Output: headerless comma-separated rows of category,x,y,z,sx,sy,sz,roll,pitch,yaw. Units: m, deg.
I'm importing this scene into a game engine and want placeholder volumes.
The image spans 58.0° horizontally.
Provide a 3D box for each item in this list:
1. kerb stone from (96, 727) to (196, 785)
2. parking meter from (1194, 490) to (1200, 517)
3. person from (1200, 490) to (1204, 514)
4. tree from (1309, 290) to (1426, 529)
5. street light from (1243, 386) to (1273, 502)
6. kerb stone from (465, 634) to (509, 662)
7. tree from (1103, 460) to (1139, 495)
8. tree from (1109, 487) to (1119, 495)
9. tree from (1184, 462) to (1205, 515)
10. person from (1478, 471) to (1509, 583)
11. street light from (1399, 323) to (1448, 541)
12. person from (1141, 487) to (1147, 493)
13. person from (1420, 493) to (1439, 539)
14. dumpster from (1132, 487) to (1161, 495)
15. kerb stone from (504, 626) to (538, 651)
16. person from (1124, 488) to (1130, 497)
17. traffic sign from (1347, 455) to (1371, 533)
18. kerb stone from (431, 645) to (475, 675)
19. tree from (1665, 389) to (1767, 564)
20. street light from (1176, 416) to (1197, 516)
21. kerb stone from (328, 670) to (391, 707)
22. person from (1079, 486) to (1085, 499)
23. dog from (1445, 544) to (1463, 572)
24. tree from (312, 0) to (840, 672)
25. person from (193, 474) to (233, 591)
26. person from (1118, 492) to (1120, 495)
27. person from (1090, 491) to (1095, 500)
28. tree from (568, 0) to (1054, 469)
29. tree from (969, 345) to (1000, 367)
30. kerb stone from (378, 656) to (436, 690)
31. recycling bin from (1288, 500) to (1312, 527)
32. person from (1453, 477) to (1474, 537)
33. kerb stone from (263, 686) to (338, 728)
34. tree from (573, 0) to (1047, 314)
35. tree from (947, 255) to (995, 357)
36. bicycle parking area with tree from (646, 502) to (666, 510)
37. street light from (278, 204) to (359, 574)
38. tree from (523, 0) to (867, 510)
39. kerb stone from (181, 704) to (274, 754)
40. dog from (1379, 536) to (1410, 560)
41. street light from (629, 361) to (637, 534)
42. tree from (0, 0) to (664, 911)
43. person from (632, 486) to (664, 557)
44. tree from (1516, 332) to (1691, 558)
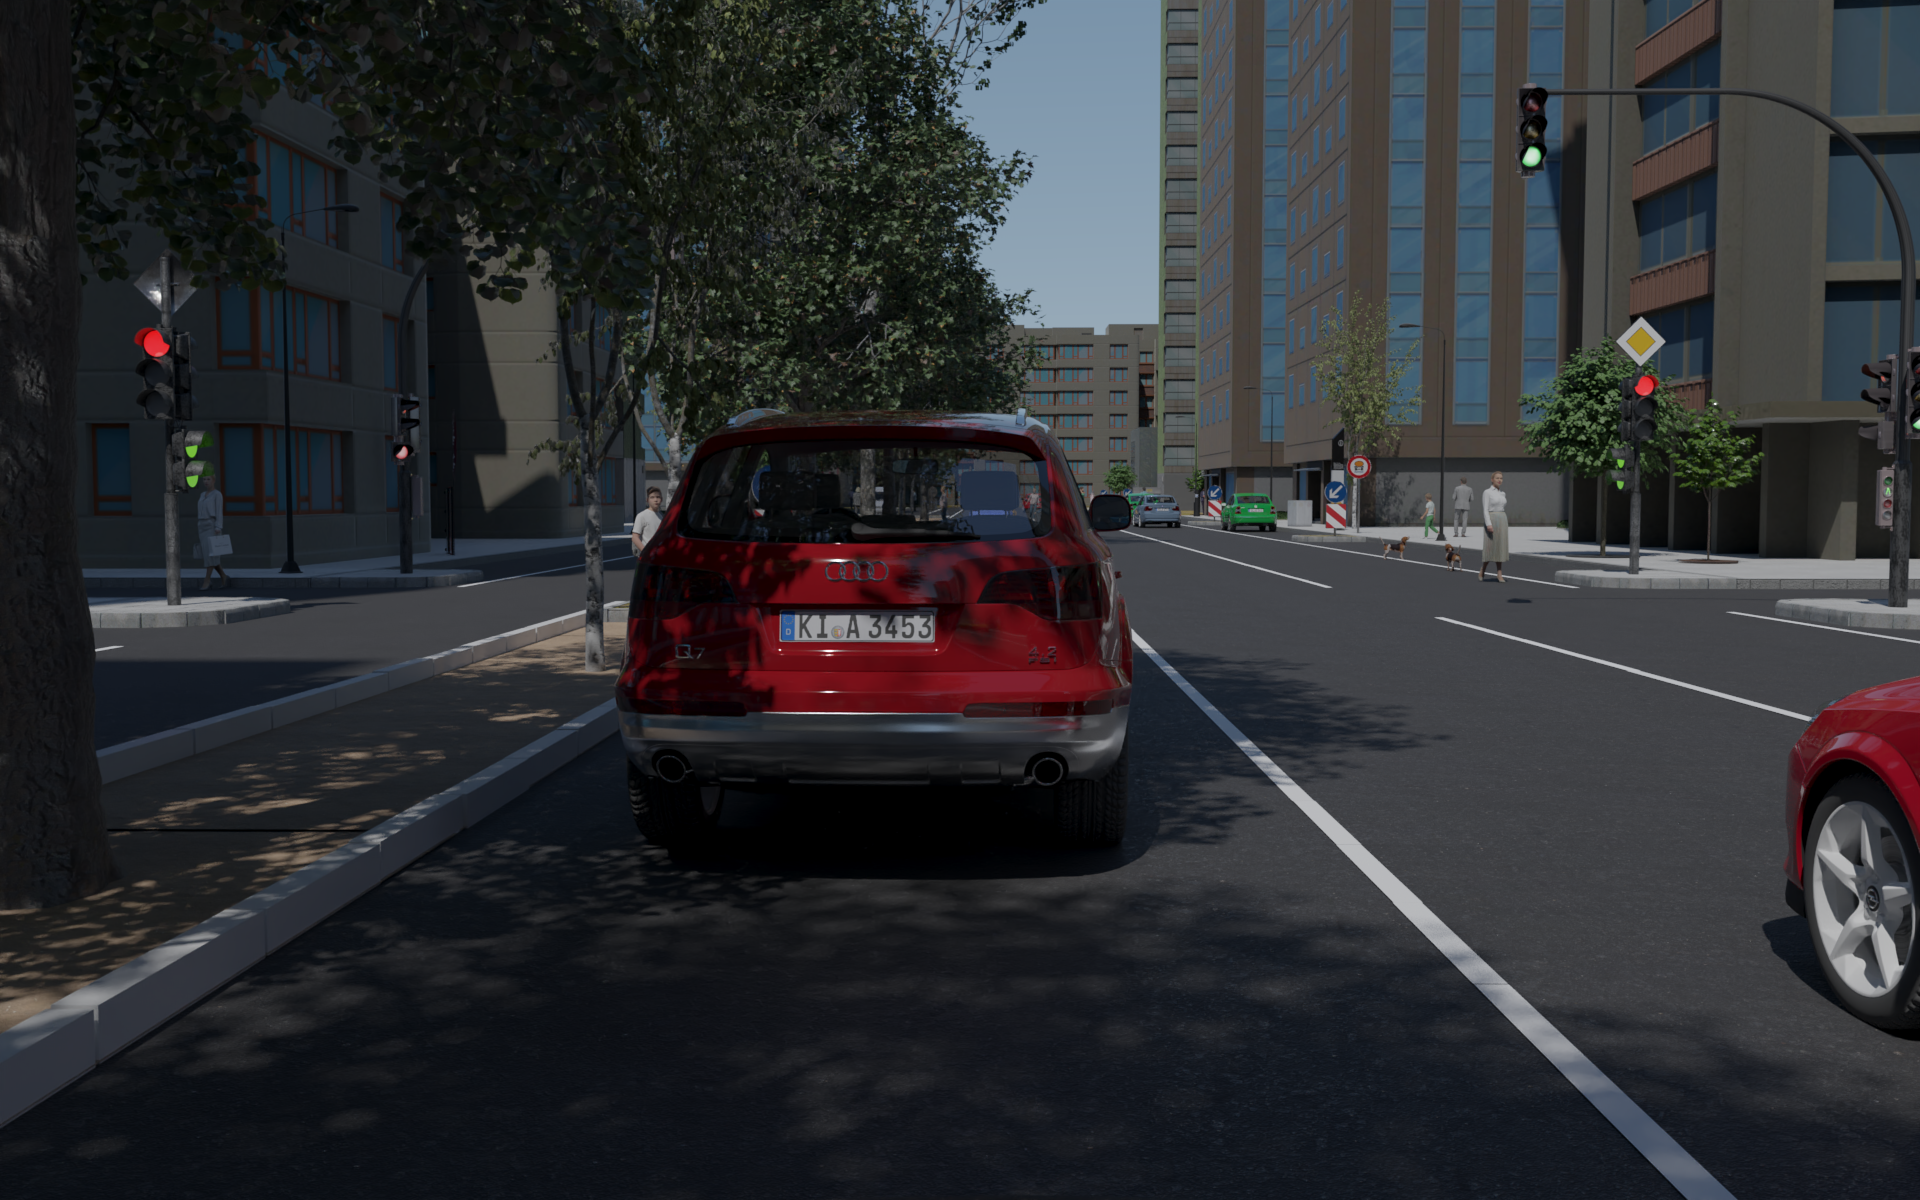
kerb stone,-4.252,0.811,8.952,0.120,0.150,1.000,0,4,1
parking meter,13.443,-5.496,98.266,0.372,1.533,0.369,0,3,0
person,15.237,-6.194,107.760,0.683,1.767,0.568,1,4,10
tree,14.762,-6.929,63.648,4.737,8.622,4.395,0,3,0
street light,12.922,-6.257,74.847,1.470,5.913,1.316,0,4,1
kerb stone,-4.152,0.435,15.088,0.120,0.150,1.000,0,4,1
tree,15.327,-11.088,165.006,4.285,4.588,4.351,0,3,0
tree,15.587,-10.910,172.975,1.663,3.219,1.824,0,3,0
tree,14.398,-6.775,105.378,1.663,3.219,1.824,0,3,0
person,8.654,-1.188,28.147,0.478,1.798,0.641,-1,4,-12
street light,12.636,-4.570,47.258,1.470,5.913,1.316,0,4,1
person,10.224,-5.362,96.181,0.660,1.820,0.620,-1,4,-23
person,13.404,-2.384,49.264,0.590,1.304,0.306,1,4,23
dumpster,11.892,-6.257,110.523,1.865,1.857,1.264,0,4,3
kerb stone,-4.138,0.374,16.119,0.120,0.150,1.000,0,4,1
person,14.933,-8.978,152.931,1.348,1.812,0.705,-3,5,-41
traffic sign,13.007,-3.450,56.521,0.768,2.556,0.104,1,4,10
kerb stone,-4.170,0.507,14.062,0.120,0.150,1.000,0,4,1
tree,13.775,-2.290,32.047,1.663,3.219,1.824,0,3,0
street light,13.450,-7.958,102.654,1.470,5.913,1.316,0,4,1
kerb stone,-4.200,0.631,12.018,0.120,0.150,1.000,0,4,1
person,5.784,-4.523,82.692,0.529,1.795,0.600,2,4,24
dog,9.160,-0.789,32.185,0.406,0.507,0.540,-3,5,-44
tree,-2.898,-3.708,13.442,4.737,8.622,4.395,0,3,0
person,-11.151,-1.042,25.895,0.694,1.780,0.624,3,5,43
person,16.045,-10.346,175.982,0.721,1.735,1.217,0,4,6
person,13.331,-10.086,174.070,0.551,1.740,0.621,3,5,40
tree,-2.948,-6.945,33.018,9.611,12.733,9.660,0,3,0
tree,-1.857,-9.987,83.871,7.486,12.596,7.792,0,3,0
kerb stone,-4.185,0.560,13.040,0.120,0.150,1.000,0,4,1
recycling bin,13.429,-3.418,68.436,0.722,1.027,0.722,-1,4,-21
person,14.953,-2.773,51.586,0.606,1.804,0.583,0,4,3
kerb stone,-4.215,0.690,10.996,0.120,0.150,1.000,0,4,1
tree,-3.524,-11.354,43.991,12.611,20.169,13.585,0,3,0
tree,-2.275,-8.664,69.862,9.928,11.665,9.643,0,3,0
bicycle parking area with tree,-20.452,-6.725,96.961,8.231,4.147,9.016,-3,4,-36
street light,-10.316,-3.386,27.901,1.470,5.913,1.316,0,4,1
tree,-3.007,-3.992,18.084,4.360,8.622,3.978,0,3,0
kerb stone,-4.233,0.747,9.974,0.120,0.150,1.000,0,4,1
dog,9.528,-1.144,37.996,0.540,0.507,0.406,-2,4,-29
street light,-9.902,-5.073,55.488,1.470,5.913,1.316,0,4,1
tree,-3.433,-5.920,5.904,9.857,13.997,8.962,0,3,0
person,-3.042,-0.382,17.346,0.523,1.515,0.503,0,4,1
tree,13.126,-3.140,35.049,4.285,4.588,4.351,0,3,0
